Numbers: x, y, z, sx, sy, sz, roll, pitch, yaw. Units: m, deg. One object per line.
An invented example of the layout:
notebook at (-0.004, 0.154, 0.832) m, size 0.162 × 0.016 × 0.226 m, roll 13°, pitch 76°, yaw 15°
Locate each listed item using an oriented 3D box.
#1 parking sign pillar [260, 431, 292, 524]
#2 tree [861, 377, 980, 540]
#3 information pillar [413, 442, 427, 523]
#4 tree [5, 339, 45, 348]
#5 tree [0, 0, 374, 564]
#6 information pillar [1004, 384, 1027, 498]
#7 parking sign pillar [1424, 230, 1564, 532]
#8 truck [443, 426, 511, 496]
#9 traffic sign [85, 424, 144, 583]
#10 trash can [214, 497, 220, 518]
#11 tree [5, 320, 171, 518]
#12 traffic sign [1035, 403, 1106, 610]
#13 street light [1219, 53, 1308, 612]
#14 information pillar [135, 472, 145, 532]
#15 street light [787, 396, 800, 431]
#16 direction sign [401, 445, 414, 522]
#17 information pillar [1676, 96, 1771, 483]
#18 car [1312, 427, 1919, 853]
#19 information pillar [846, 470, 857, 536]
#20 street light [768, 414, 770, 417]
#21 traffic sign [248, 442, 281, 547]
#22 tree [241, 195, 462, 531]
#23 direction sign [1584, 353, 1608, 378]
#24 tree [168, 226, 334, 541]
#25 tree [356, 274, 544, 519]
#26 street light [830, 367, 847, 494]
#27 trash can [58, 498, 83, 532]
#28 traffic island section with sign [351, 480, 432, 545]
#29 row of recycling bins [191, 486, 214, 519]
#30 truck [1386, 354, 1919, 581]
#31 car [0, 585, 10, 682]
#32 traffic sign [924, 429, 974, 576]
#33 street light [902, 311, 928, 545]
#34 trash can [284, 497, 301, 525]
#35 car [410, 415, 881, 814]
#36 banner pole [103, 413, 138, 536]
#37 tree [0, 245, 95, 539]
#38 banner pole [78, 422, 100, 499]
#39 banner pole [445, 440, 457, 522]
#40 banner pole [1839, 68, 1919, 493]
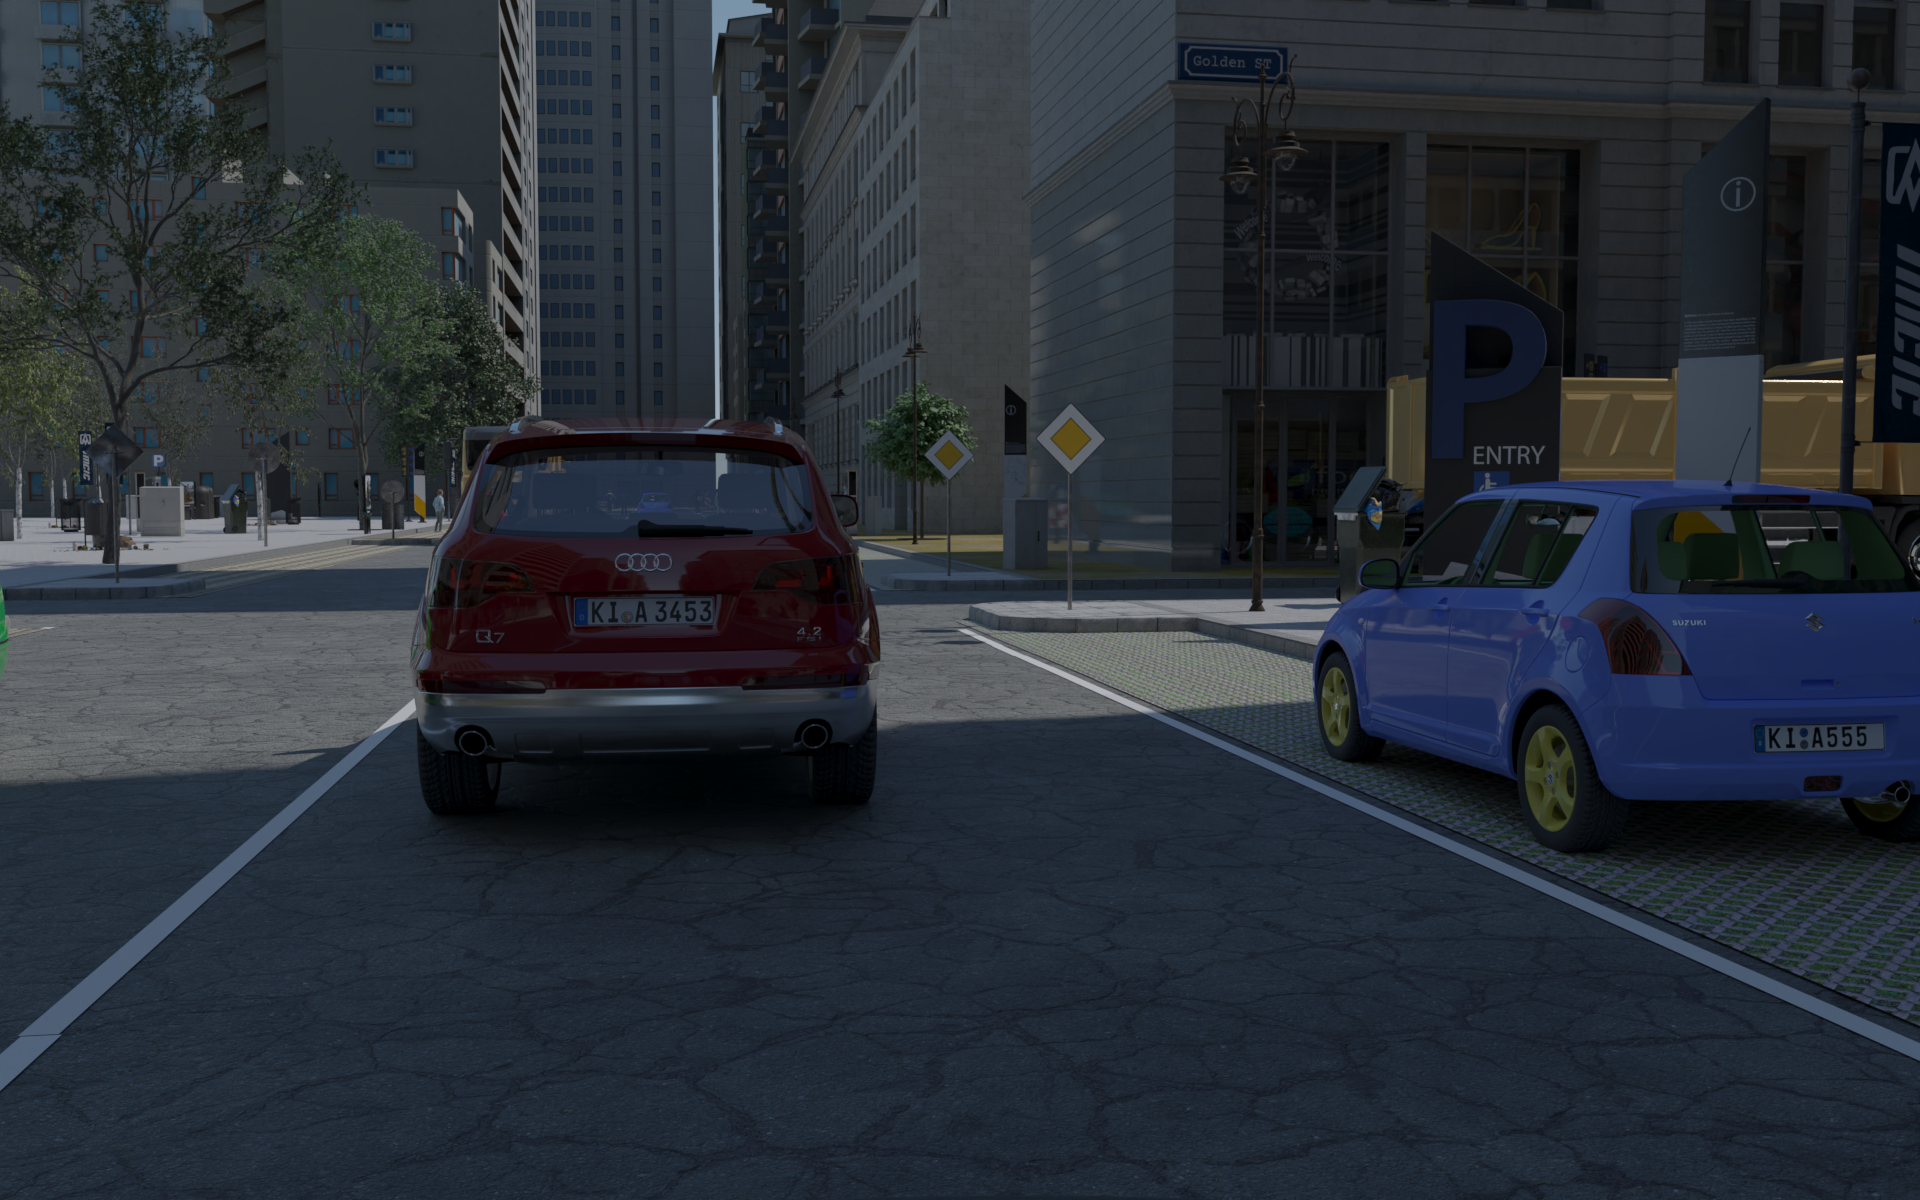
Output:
parking sign pillar at (-29.302, -5.236, 74.083) m, size 1.447 × 3.967 × 1.447 m, roll -1°, pitch 4°, yaw -14°
tree at (-0.995, -3.978, 48.758) m, size 4.285 × 4.588 × 4.351 m, roll 0°, pitch 3°, yaw 0°
information pillar at (-24.075, -5.250, 77.186) m, size 0.504 × 3.616 × 0.183 m, roll -3°, pitch 5°, yaw -40°
tree at (-42.867, -7.691, 76.110) m, size 4.360 × 8.622 × 3.978 m, roll 0°, pitch 3°, yaw 0°
tree at (-15.307, -5.929, 31.356) m, size 7.601 × 10.594 × 8.767 m, roll 2°, pitch 4°, yaw 25°
information pillar at (1.164, -2.778, 36.778) m, size 0.504 × 3.616 × 0.183 m, roll 0°, pitch 4°, yaw 2°
parking sign pillar at (5.383, -1.774, 17.484) m, size 1.447 × 3.967 × 1.447 m, roll 1°, pitch 4°, yaw 21°
truck at (-13.360, -3.440, 52.164) m, size 3.469 × 3.379 × 9.791 m, roll -1°, pitch 4°, yaw -11°
traffic sign at (-12.139, -1.300, 24.895) m, size 0.795 × 2.450 × 0.064 m, roll -1°, pitch 4°, yaw -10°
trash can at (-39.433, -4.884, 91.505) m, size 0.748 × 1.137 × 0.748 m, roll 0°, pitch 3°, yaw 0°
tree at (-34.527, -7.257, 69.013) m, size 4.360 × 8.622 × 3.978 m, roll 0°, pitch 3°, yaw 0°
traffic sign at (1.213, -0.946, 19.116) m, size 0.795 × 2.450 × 0.064 m, roll -1°, pitch 4°, yaw -10°
street light at (3.252, -2.813, 18.786) m, size 0.468 × 5.910 × 1.993 m, roll -1°, pitch 4°, yaw -10°
information pillar at (-27.814, -3.322, 58.803) m, size 0.304 × 2.012 × 0.304 m, roll -2°, pitch 4°, yaw -27°
street light at (-7.839, -6.659, 81.659) m, size 0.468 × 5.910 × 1.993 m, roll -1°, pitch 4°, yaw -10°
direction sign at (-25.440, -5.373, 79.850) m, size 0.876 × 3.537 × 0.379 m, roll 2°, pitch 4°, yaw 33°
information pillar at (4.607, -1.169, 10.470) m, size 0.504 × 3.616 × 0.183 m, roll 3°, pitch 5°, yaw 41°
car at (2.984, 0.079, 8.293) m, size 1.945 × 1.707 × 3.694 m, roll -1°, pitch 4°, yaw -9°
information pillar at (-3.336, -2.994, 53.436) m, size 0.304 × 2.012 × 0.304 m, roll -1°, pitch 4°, yaw -12°
street light at (-11.110, -7.814, 100.541) m, size 0.468 × 5.910 × 1.993 m, roll -1°, pitch 4°, yaw -10°
traffic sign at (-16.919, -2.571, 42.145) m, size 0.768 × 2.556 × 0.104 m, roll 0°, pitch 4°, yaw -5°
tree at (-21.125, -8.261, 60.821) m, size 9.928 × 11.665 × 9.643 m, roll 0°, pitch 3°, yaw 0°
direction sign at (10.324, -2.215, 28.219) m, size 0.379 × 3.537 × 0.876 m, roll 3°, pitch 5°, yaw 42°
tree at (-19.241, -5.936, 47.424) m, size 4.360 × 8.622 × 3.978 m, roll 0°, pitch 3°, yaw 0°
tree at (-26.670, -10.638, 90.938) m, size 9.611 × 12.733 × 9.660 m, roll 0°, pitch 3°, yaw 0°
street light at (-4.415, -5.506, 62.804) m, size 0.468 × 5.910 × 1.993 m, roll -1°, pitch 4°, yaw -10°
trash can at (-29.954, -2.855, 58.332) m, size 0.748 × 1.137 × 0.748 m, roll 0°, pitch 3°, yaw 0°
traffic island section with sign at (-16.125, -2.484, 49.239) m, size 1.989 × 1.847 × 2.006 m, roll -1°, pitch 4°, yaw -10°
row of recycling bins at (-38.926, -5.012, 89.056) m, size 1.069 × 1.692 × 3.534 m, roll -1°, pitch 4°, yaw -20°
truck at (11.172, -1.763, 24.744) m, size 9.791 × 3.379 × 3.469 m, roll -1°, pitch 4°, yaw -9°
car at (-6.031, 0.051, 7.966) m, size 1.959 × 1.807 × 4.718 m, roll -1°, pitch 4°, yaw -9°
traffic sign at (-0.176, -1.427, 26.979) m, size 0.795 × 2.450 × 0.064 m, roll -1°, pitch 4°, yaw -10°
street light at (-1.144, -4.351, 43.922) m, size 0.468 × 5.910 × 1.993 m, roll -1°, pitch 4°, yaw -10°
trash can at (-27.864, -3.713, 72.365) m, size 0.748 × 1.137 × 0.748 m, roll 0°, pitch 3°, yaw 0°
car at (-1.628, -0.045, 9.406) m, size 2.281 × 1.827 × 5.304 m, roll -1°, pitch 4°, yaw -8°
banner pole at (-25.883, -3.876, 53.396) m, size 0.863 × 3.779 × 0.401 m, roll -2°, pitch 4°, yaw -28°
tree at (-26.971, -6.067, 49.554) m, size 4.737 × 8.622 × 4.395 m, roll 0°, pitch 3°, yaw 0°
banner pole at (-30.297, -4.304, 60.395) m, size 0.401 × 3.779 × 0.863 m, roll 3°, pitch 4°, yaw 37°
banner pole at (-23.799, -5.565, 81.009) m, size 0.401 × 3.779 × 0.863 m, roll 1°, pitch 4°, yaw 17°
banner pole at (5.514, -1.243, 10.333) m, size 0.863 × 3.779 × 0.401 m, roll -1°, pitch 4°, yaw -9°
